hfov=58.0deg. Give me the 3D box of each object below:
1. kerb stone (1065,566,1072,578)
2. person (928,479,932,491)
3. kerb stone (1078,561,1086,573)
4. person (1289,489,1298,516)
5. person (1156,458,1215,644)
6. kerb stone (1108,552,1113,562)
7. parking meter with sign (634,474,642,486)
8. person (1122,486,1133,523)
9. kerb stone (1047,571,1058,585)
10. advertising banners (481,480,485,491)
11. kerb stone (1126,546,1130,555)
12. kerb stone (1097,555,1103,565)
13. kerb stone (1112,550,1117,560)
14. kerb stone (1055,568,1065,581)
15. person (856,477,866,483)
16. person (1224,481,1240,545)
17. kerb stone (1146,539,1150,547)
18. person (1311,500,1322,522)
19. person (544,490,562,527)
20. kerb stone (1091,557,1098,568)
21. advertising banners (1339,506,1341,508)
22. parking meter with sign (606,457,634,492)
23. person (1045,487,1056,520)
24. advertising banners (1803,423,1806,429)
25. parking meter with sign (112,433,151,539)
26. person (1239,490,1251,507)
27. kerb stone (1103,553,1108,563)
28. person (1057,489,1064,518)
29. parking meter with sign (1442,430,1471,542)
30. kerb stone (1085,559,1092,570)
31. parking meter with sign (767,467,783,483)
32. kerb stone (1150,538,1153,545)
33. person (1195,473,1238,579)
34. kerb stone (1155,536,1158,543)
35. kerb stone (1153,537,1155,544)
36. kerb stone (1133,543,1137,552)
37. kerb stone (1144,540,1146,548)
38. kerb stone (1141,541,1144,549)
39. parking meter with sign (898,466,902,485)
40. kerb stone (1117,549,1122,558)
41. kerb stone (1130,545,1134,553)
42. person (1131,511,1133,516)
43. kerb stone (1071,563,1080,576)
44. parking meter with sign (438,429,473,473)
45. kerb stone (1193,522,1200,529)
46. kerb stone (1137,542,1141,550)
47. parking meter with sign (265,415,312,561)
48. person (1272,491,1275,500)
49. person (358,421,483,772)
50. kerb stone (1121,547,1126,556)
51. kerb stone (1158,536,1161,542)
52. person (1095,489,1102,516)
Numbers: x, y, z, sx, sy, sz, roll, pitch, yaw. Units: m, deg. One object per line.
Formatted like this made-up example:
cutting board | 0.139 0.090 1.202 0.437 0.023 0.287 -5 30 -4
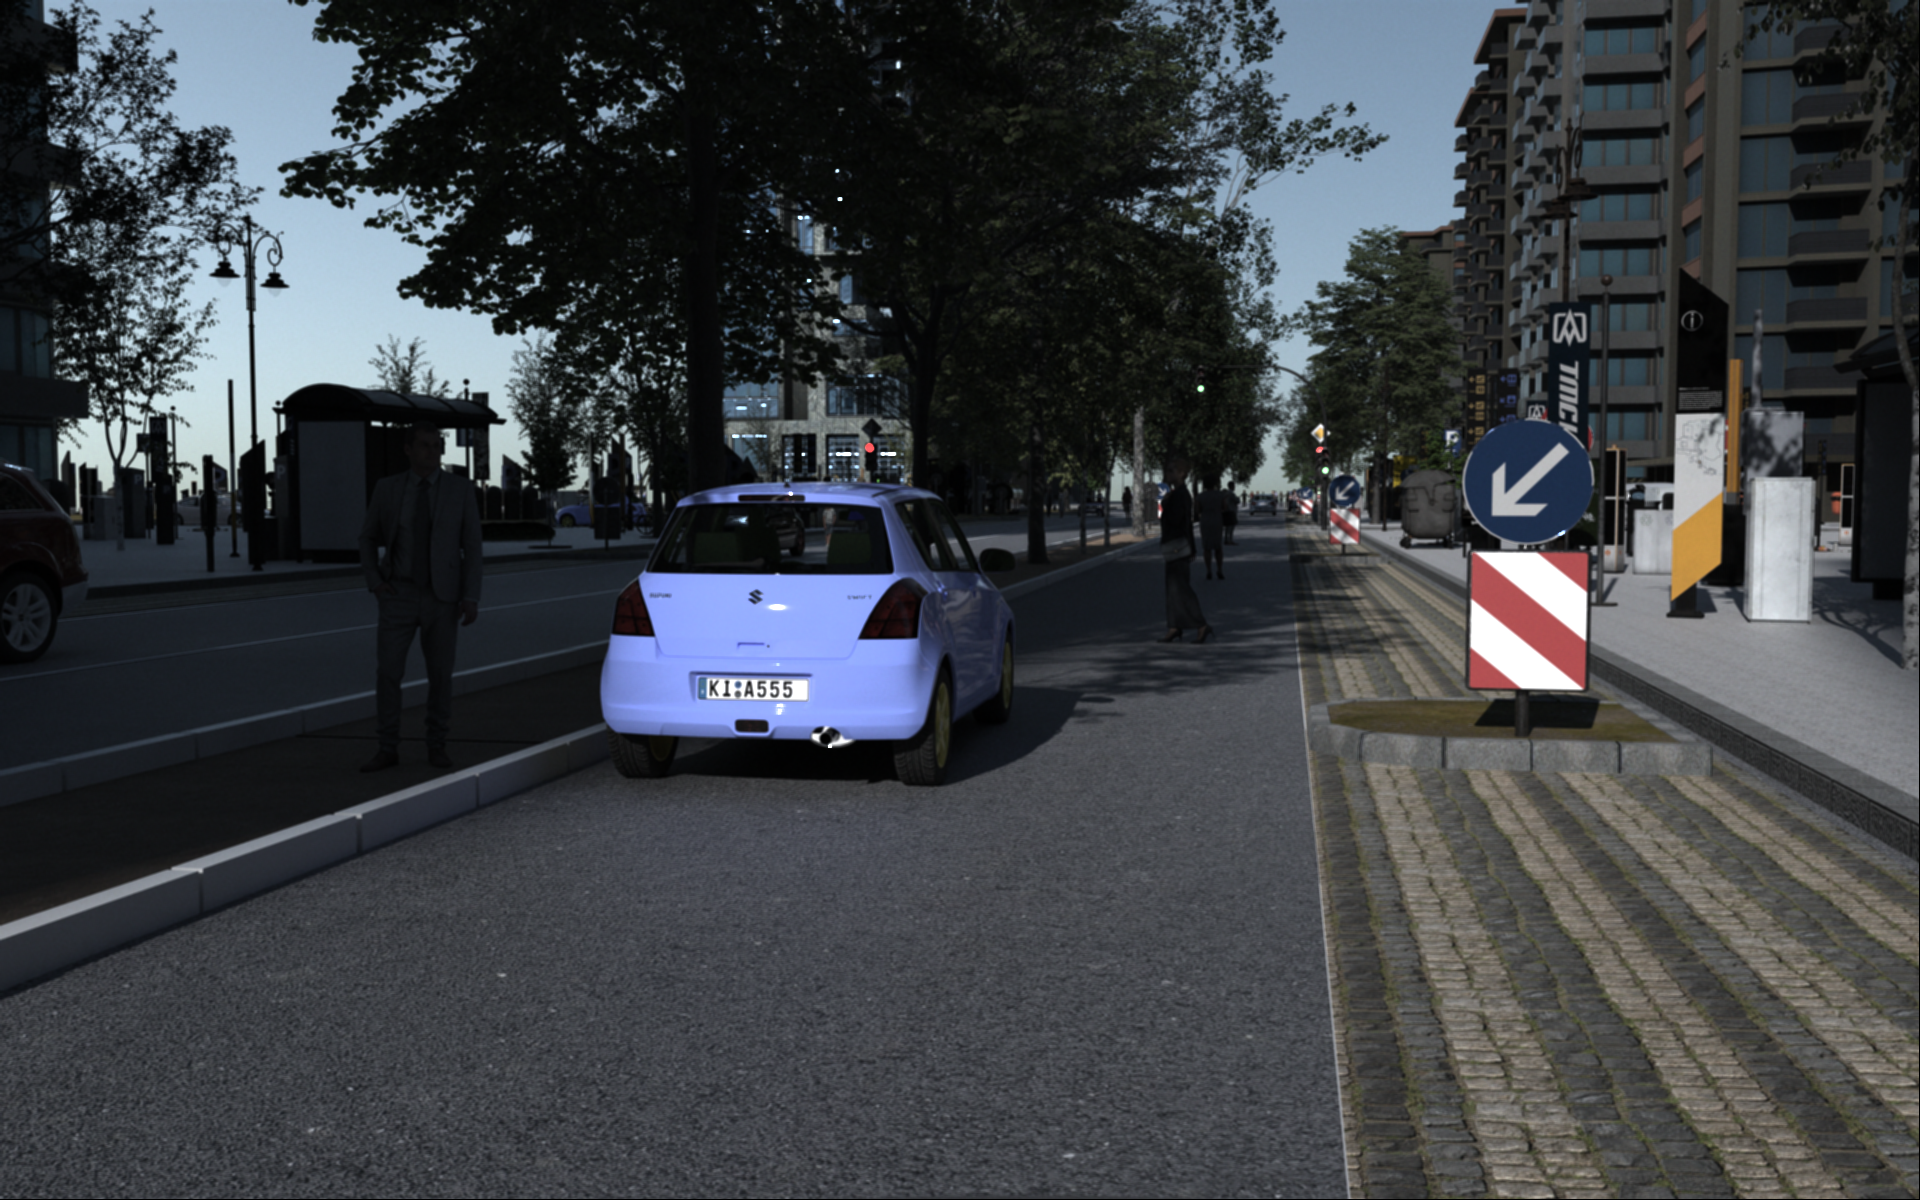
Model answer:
kerb stone | 1.762 -0.452 29.633 0.120 0.150 1.000 1 4 11
person | -0.680 -1.552 34.621 0.466 1.731 0.760 -3 5 -45
kerb stone | 2.146 -0.574 31.644 0.120 0.150 1.000 1 4 11
person | 22.217 -6.490 115.203 0.643 1.750 0.593 -3 5 -43
person | 2.152 -0.474 16.677 0.534 1.772 0.576 0 4 -7
kerb stone | 3.083 -0.887 36.695 0.120 0.150 1.000 1 4 11
parking meter with sign | -27.939 -9.273 147.867 0.543 3.016 1.738 2 4 35
person | 8.441 -4.824 87.352 0.573 1.828 0.580 0 4 4
kerb stone | 1.396 -0.332 27.620 0.120 0.150 1.000 1 4 11
advertising banners | -41.897 -9.440 150.527 0.090 3.025 2.074 2 4 30
kerb stone | 3.842 -1.133 40.728 0.120 0.150 1.000 1 4 11
kerb stone | 2.704 -0.762 34.677 0.120 0.150 1.000 1 4 11
kerb stone | 3.264 -0.948 37.708 0.120 0.150 1.000 1 4 11
kerb stone | 1.577 -0.393 28.627 0.120 0.150 1.000 1 4 11
person | -2.122 -1.692 36.509 0.624 1.780 0.694 1 4 11
person | 7.717 -2.462 48.932 0.466 1.800 0.511 -2 4 -29
kerb stone | 4.957 -1.503 46.781 0.120 0.150 1.000 1 4 11
person | 18.458 -4.594 89.114 0.738 1.151 1.012 2 4 24
person | -16.096 -3.637 68.639 0.598 1.740 0.731 3 5 43
kerb stone | 2.515 -0.701 33.658 0.120 0.150 1.000 1 4 11
advertising banners | 23.436 -6.751 106.560 0.090 3.025 2.074 1 4 17
parking meter with sign | -16.393 -5.217 81.562 1.738 3.016 0.543 1 4 17
person | 5.067 -5.410 97.130 0.709 1.800 0.728 -1 4 -14
advertising banners | 19.658 -2.836 42.552 2.074 3.025 0.090 0 4 8
parking meter with sign | -24.045 -3.309 50.355 1.738 3.016 0.543 3 4 36
person | 30.459 -10.844 185.424 1.348 1.869 0.705 -1 4 -8
kerb stone | 2.887 -0.825 35.683 0.120 0.150 1.000 1 4 11
person | 6.070 -5.872 105.077 0.524 1.755 0.480 2 4 26
parking meter with sign | 13.549 -3.059 46.272 0.543 3.016 1.738 -1 4 -15
kerb stone | 2.331 -0.639 32.649 0.120 0.150 1.000 1 4 11
parking meter with sign | -12.307 -7.178 113.614 0.543 3.016 1.738 -3 5 -42
kerb stone | 5.146 -1.565 47.788 0.120 0.150 1.000 1 4 11
person | 4.317 -1.240 29.136 0.716 1.782 0.532 0 4 8
kerb stone | 5.520 -1.686 49.802 0.120 0.150 1.000 1 4 11
kerb stone | 5.332 -1.626 48.797 0.120 0.150 1.000 1 4 11
kerb stone | 4.207 -1.257 42.739 0.120 0.150 1.000 1 4 11
kerb stone | 4.762 -1.442 45.768 0.120 0.150 1.000 1 4 11
kerb stone | 4.583 -1.380 44.762 0.120 0.150 1.000 1 4 11
parking meter with sign | -4.552 -6.849 108.246 1.738 3.016 0.543 1 4 12
kerb stone | 3.460 -1.010 38.711 0.120 0.150 1.000 1 4 11
kerb stone | 4.022 -1.195 41.734 0.120 0.150 1.000 1 4 11
person | 11.876 -6.520 115.326 0.699 1.804 1.509 3 4 39
kerb stone | 1.953 -0.511 30.640 0.120 0.150 1.000 1 4 11
parking meter with sign | -12.924 -2.956 44.599 0.543 3.016 1.738 -2 4 -33
kerb stone | 10.313 -3.251 75.494 0.120 0.150 1.000 1 4 11
kerb stone | 4.397 -1.319 43.757 0.120 0.150 1.000 1 4 11
parking meter with sign | -13.041 -2.301 33.890 0.543 3.016 1.738 2 4 27
person | 30.728 -9.893 170.776 0.750 1.759 0.617 1 4 17
person | -2.825 -0.029 9.066 0.635 1.810 0.391 -1 4 -19
kerb stone | 3.638 -1.069 39.718 0.120 0.150 1.000 1 4 11
kerb stone | 5.719 -1.743 50.805 0.120 0.150 1.000 1 4 11
person | 9.192 -6.474 114.898 0.519 1.759 0.362 -3 5 -42
